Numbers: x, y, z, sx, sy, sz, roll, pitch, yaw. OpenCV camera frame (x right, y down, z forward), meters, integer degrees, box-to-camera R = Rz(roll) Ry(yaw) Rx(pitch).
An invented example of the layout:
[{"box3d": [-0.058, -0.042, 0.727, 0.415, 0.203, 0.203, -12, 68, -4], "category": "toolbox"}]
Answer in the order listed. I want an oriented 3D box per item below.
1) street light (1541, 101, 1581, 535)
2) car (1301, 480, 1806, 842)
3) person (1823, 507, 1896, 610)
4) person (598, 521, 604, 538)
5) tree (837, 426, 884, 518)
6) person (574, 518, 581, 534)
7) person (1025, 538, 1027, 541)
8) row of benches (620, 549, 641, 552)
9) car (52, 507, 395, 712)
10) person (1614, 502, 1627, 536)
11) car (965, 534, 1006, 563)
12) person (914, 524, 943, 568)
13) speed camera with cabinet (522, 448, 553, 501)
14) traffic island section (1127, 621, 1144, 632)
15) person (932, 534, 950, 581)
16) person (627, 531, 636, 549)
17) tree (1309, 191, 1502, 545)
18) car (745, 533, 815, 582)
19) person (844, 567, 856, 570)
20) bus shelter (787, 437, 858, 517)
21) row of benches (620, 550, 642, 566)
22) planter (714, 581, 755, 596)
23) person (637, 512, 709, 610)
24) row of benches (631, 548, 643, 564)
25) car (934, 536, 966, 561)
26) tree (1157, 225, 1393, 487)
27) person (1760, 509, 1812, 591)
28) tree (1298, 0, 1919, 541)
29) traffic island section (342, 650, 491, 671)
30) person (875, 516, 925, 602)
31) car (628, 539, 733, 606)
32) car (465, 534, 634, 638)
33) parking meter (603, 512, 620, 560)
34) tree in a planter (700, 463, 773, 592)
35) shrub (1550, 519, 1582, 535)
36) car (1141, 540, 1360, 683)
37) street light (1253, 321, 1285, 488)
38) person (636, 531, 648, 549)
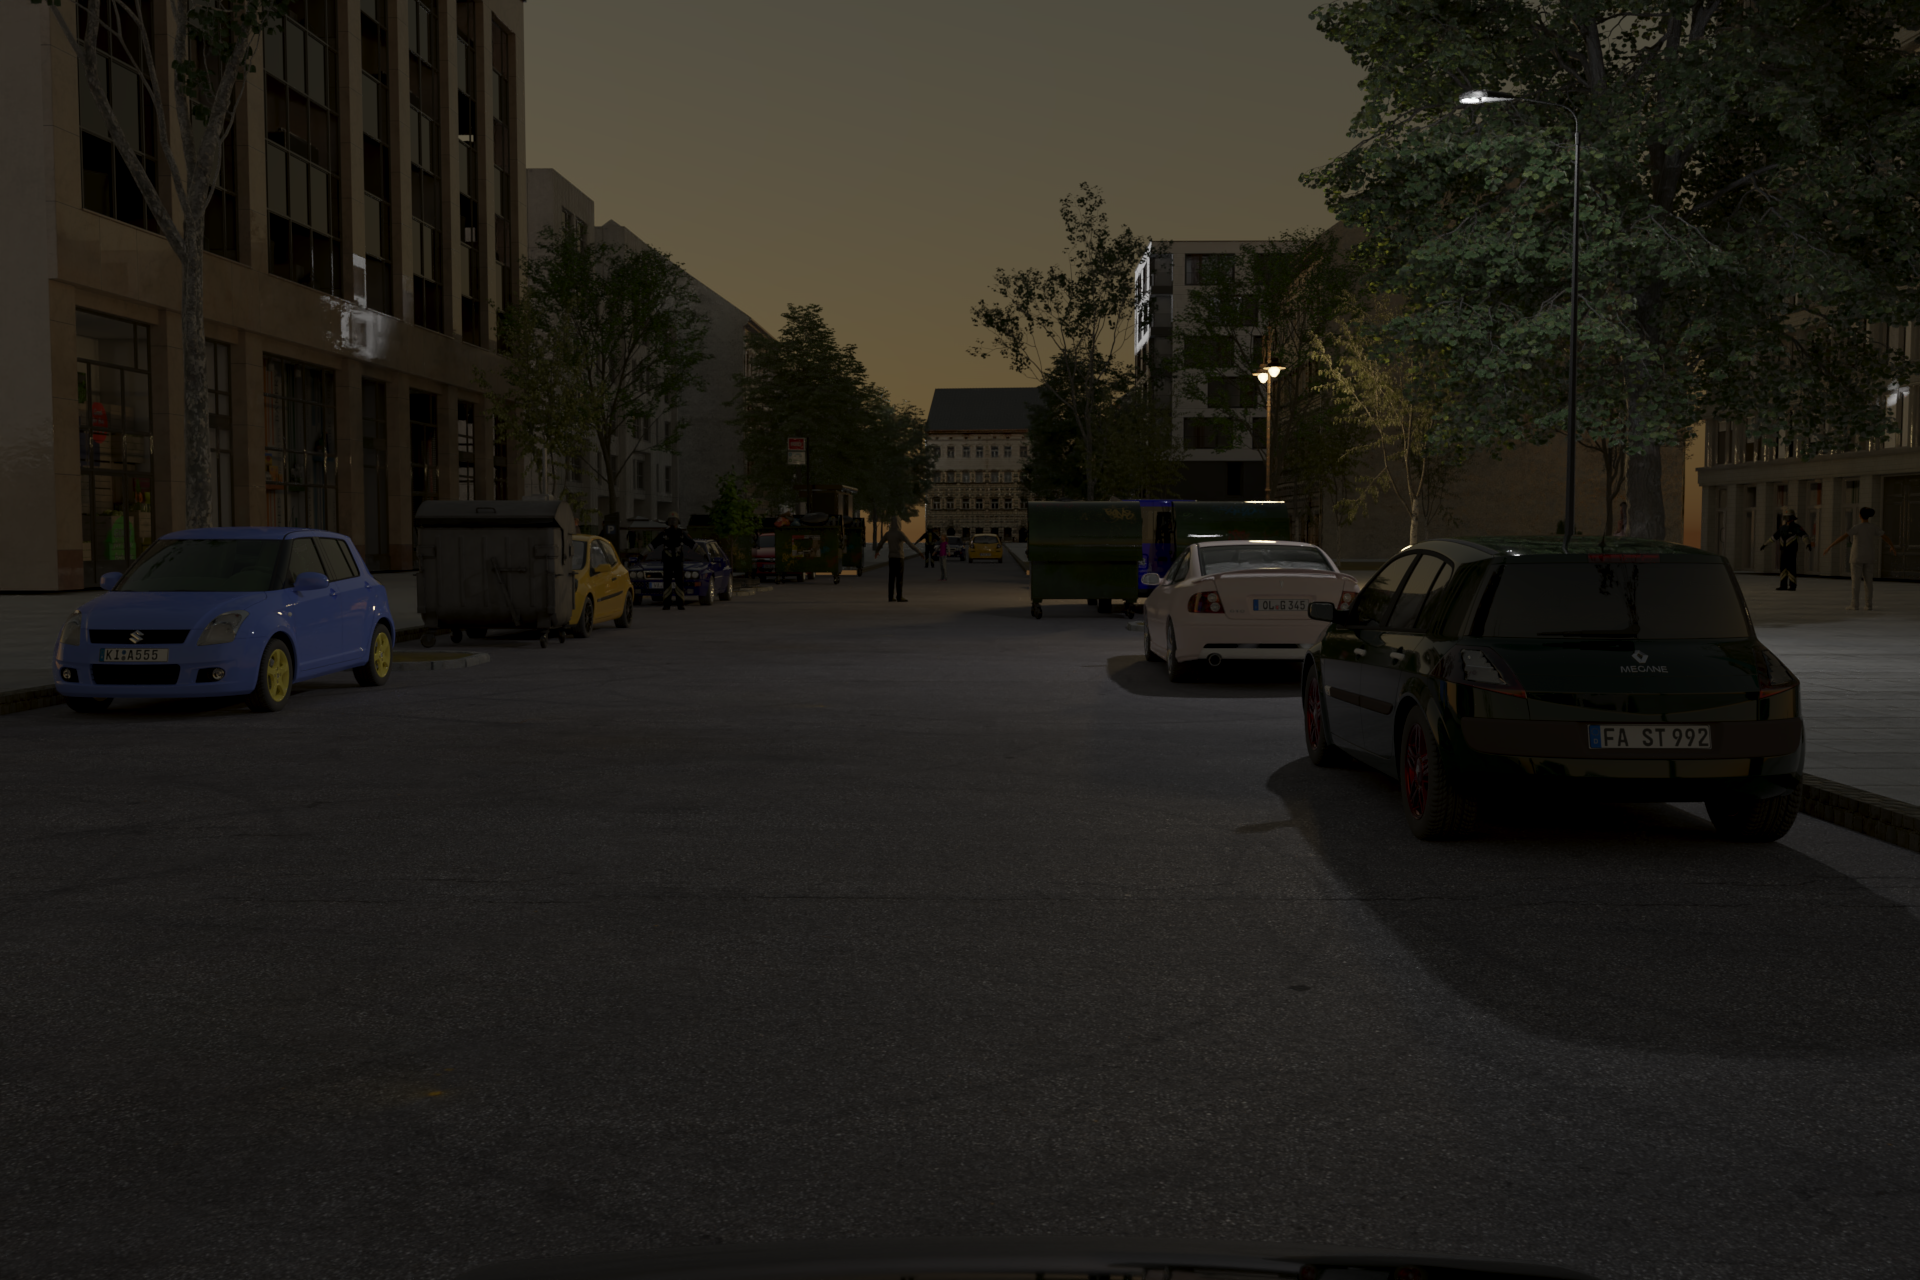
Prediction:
[{"box3d": [7.000, -2.794, 18.229, 1.470, 5.913, 1.316, 0, 4, 1], "category": "street light"}, {"box3d": [3.002, 0.020, 9.466, 2.009, 1.686, 4.222, 0, 4, 1], "category": "car"}, {"box3d": [15.203, -1.374, 29.240, 1.217, 1.739, 0.721, 0, 4, 1], "category": "person"}, {"box3d": [-13.922, -3.772, 67.812, 0.704, 1.812, 1.346, 1, 4, 20], "category": "person"}, {"box3d": [-7.138, -10.041, 114.540, 4.737, 8.622, 4.395, 0, 3, 0], "category": "tree"}, {"box3d": [-11.434, -2.732, 51.265, 0.434, 1.755, 0.990, 0, 4, -5], "category": "person"}, {"box3d": [4.038, -5.357, 93.561, 0.705, 1.833, 1.349, 3, 5, 44], "category": "person"}, {"box3d": [-14.167, -3.553, 73.560, 4.104, 0.672, 1.422, 1, 4, 14], "category": "row of benches"}, {"box3d": [-6.297, -0.334, 15.060, 1.945, 1.707, 3.694, 0, 4, 1], "category": "car"}, {"box3d": [9.480, -1.092, 24.573, 0.621, 1.740, 0.551, 0, 4, -5], "category": "person"}, {"box3d": [1.271, -4.652, 86.290, 2.015, 1.641, 3.980, 0, 4, 1], "category": "car"}, {"box3d": [-1.295, -4.009, 73.784, 1.354, 1.856, 0.705, 0, 4, -6], "category": "person"}, {"box3d": [-9.726, -2.833, 40.649, 0.660, 3.252, 2.038, 0, 4, 2], "category": "speed camera with cabinet"}, {"box3d": [3.530, -0.197, 26.080, 1.991, 0.108, 1.994, 0, 4, 2], "category": "traffic island section"}, {"box3d": [-0.561, -2.518, 52.890, 0.599, 1.433, 0.991, -2, 4, -32], "category": "person"}, {"box3d": [-18.303, -5.536, 96.742, 0.704, 1.802, 1.346, 1, 4, 20], "category": "person"}, {"box3d": [9.432, -5.217, 35.662, 4.360, 8.622, 3.978, 0, 3, 0], "category": "tree"}, {"box3d": [-5.499, -2.699, 53.174, 2.155, 1.783, 4.494, 0, 4, 1], "category": "car"}, {"box3d": [-3.948, -3.440, 62.426, 1.347, 1.806, 0.705, 2, 4, 28], "category": "person"}, {"box3d": [-5.933, -5.921, 74.440, 2.179, 5.291, 8.768, 0, 4, 3], "category": "bus shelter"}, {"box3d": [-14.368, -3.371, 70.580, 4.104, 0.672, 1.422, 3, 5, 41], "category": "row of benches"}, {"box3d": [-5.882, -1.204, 40.827, 1.991, 0.319, 1.994, 0, 4, 1], "category": "planter"}, {"box3d": [-5.413, -1.496, 32.699, 1.354, 1.856, 0.705, 0, 4, -8], "category": "person"}, {"box3d": [-14.294, -3.749, 76.766, 1.422, 0.672, 4.104, -1, 4, -11], "category": "row of benches"}, {"box3d": [-0.561, -4.896, 92.638, 1.945, 1.354, 3.894, 0, 4, 2], "category": "car"}, {"box3d": [10.552, -8.092, 58.054, 9.928, 11.665, 9.643, 0, 3, 0], "category": "tree"}, {"box3d": [18.713, -2.035, 39.147, 0.704, 1.845, 1.351, -2, 4, -24], "category": "person"}, {"box3d": [9.279, -7.139, 23.384, 9.857, 13.997, 8.962, 0, 3, 0], "category": "tree"}, {"box3d": [-6.292, 0.233, 19.054, 1.991, 0.108, 1.994, 0, 4, 1], "category": "traffic island section"}, {"box3d": [-1.329, -1.712, 36.579, 1.348, 1.813, 0.705, 3, 4, 38], "category": "person"}, {"box3d": [-5.795, -1.428, 35.931, 1.945, 1.354, 3.894, 0, 4, 1], "category": "car"}, {"box3d": [-5.919, -0.908, 25.066, 2.015, 1.641, 3.980, 0, 4, 2], "category": "car"}, {"box3d": [-9.121, -2.424, 45.337, 0.399, 1.863, 0.255, 0, 4, 1], "category": "parking meter"}, {"box3d": [-5.795, -2.854, 43.884, 1.991, 3.239, 1.994, 0, 4, 1], "category": "tree in a planter"}, {"box3d": [27.186, -4.493, 77.875, 1.690, 2.028, 1.600, 0, 3, 0], "category": "shrub"}, {"box3d": [2.976, -0.349, 18.066, 2.083, 1.381, 4.827, 0, 4, 1], "category": "car"}, {"box3d": [6.705, -3.970, 37.698, 0.468, 5.910, 1.993, 0, 4, 1], "category": "street light"}, {"box3d": [-16.403, -5.058, 88.966, 0.705, 1.796, 1.348, 1, 4, 12], "category": "person"}]
